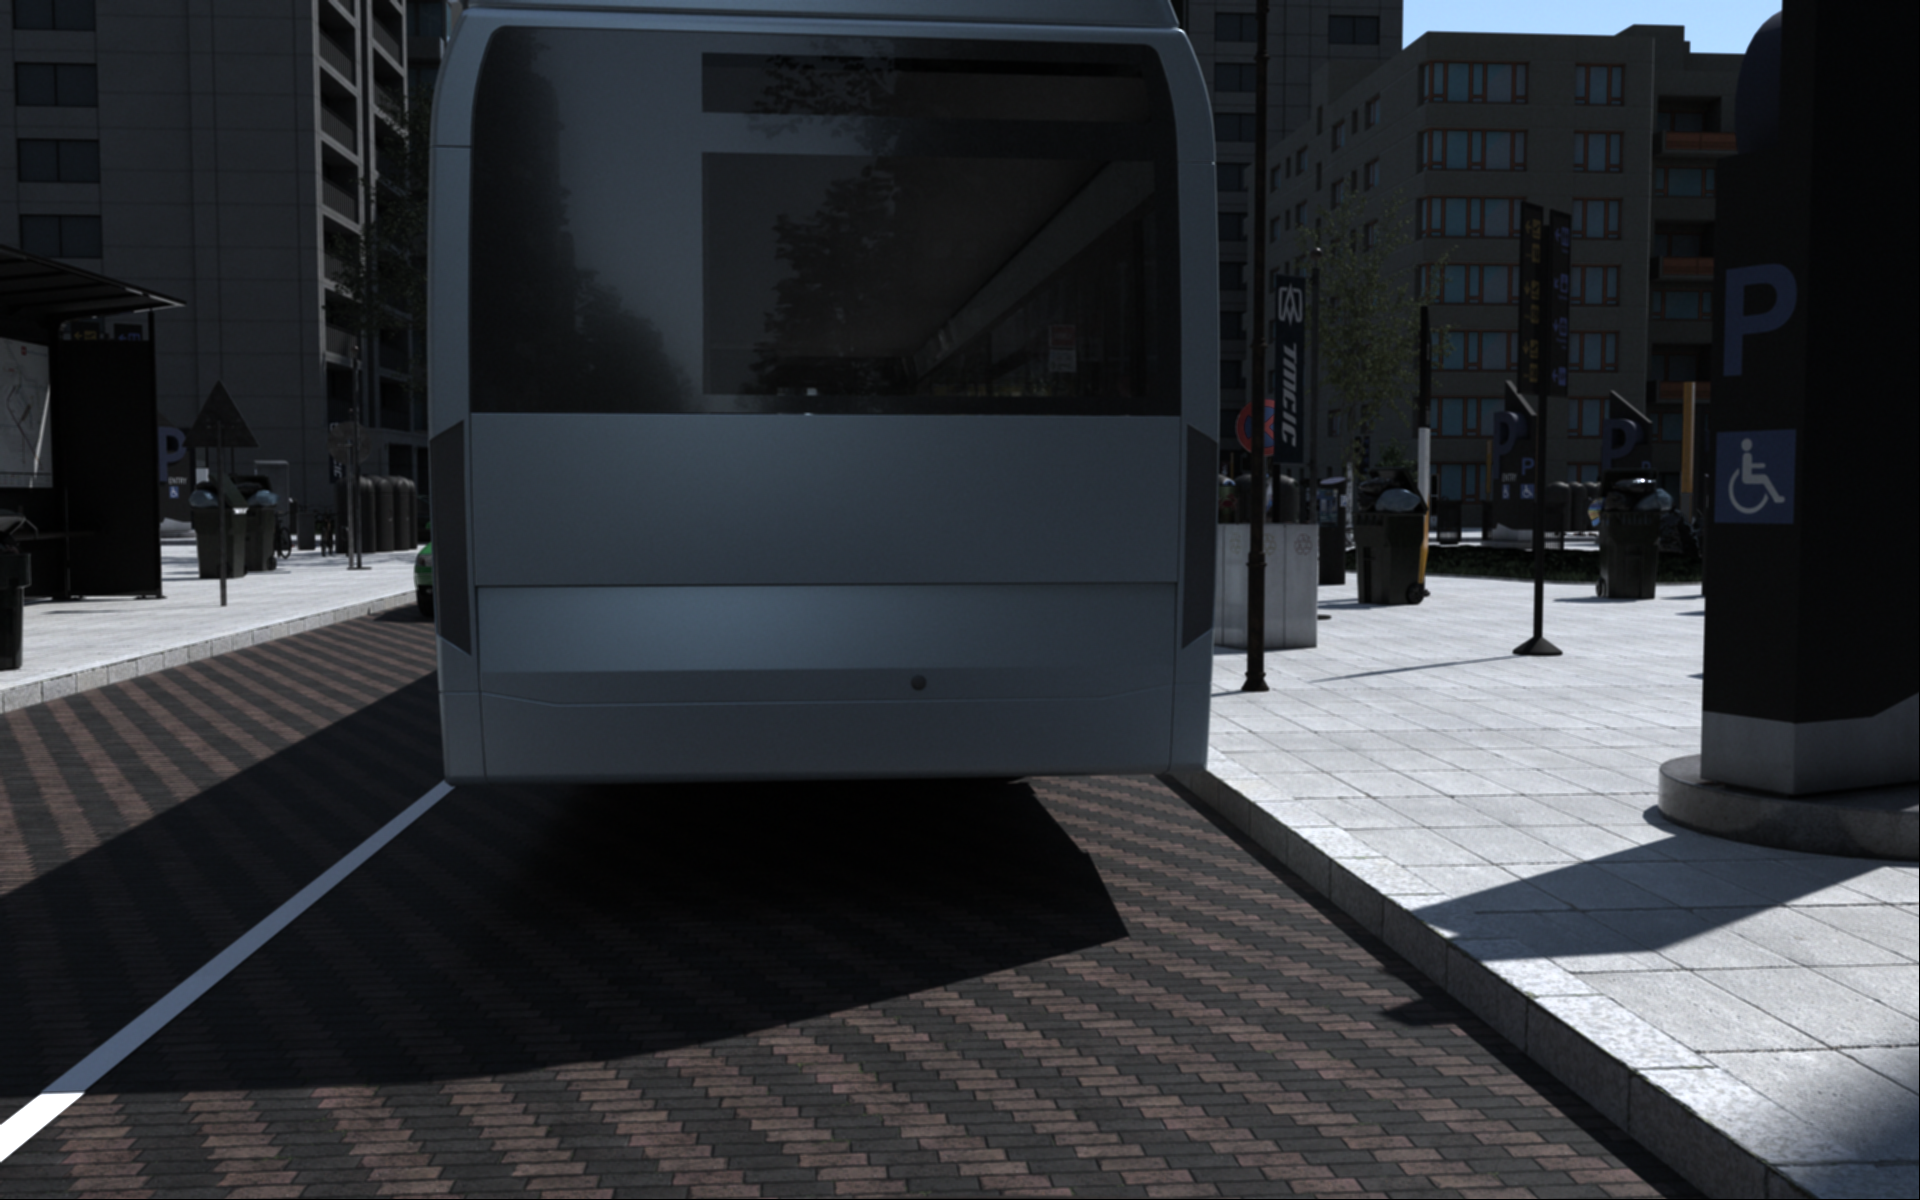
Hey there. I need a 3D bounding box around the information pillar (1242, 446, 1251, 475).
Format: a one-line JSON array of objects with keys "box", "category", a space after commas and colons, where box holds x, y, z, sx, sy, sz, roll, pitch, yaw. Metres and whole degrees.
[{"box": [13.117, -5.380, 79.316, 0.504, 3.616, 0.183, 1, 4, 8], "category": "information pillar"}]

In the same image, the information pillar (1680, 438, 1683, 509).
[{"box": [26.569, -4.420, 63.630, 0.183, 3.616, 0.504, 1, 4, 11], "category": "information pillar"}]

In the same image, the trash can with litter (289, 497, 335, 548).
[{"box": [-15.815, -1.866, 41.572, 2.233, 1.210, 1.678, 0, 4, 4], "category": "trash can with litter"}]

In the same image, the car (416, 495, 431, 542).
[{"box": [-14.572, -2.251, 46.597, 4.222, 1.686, 2.009, 0, 4, -3], "category": "car"}]

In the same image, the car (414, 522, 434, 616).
[{"box": [-5.587, -0.798, 21.837, 1.959, 1.807, 4.718, 0, 4, -4], "category": "car"}]

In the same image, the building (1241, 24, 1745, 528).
[{"box": [30.658, -14.370, 79.994, 28.899, 21.520, 27.650, 0, 4, -5], "category": "building"}]

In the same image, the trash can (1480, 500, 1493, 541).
[{"box": [13.300, -1.921, 43.062, 0.748, 1.137, 0.748, 0, 3, 0], "category": "trash can"}]

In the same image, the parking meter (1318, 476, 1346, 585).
[{"box": [5.288, -0.990, 24.592, 0.372, 1.533, 0.369, 0, 3, 0], "category": "parking meter"}]

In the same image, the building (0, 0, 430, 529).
[{"box": [-32.366, -38.729, 71.472, 20.563, 71.187, 20.611, 0, 4, -5], "category": "building"}]

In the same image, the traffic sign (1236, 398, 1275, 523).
[{"box": [4.045, -1.405, 23.074, 0.768, 2.556, 0.104, 0, 4, 2], "category": "traffic sign"}]

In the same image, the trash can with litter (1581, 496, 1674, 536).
[{"box": [15.614, -1.722, 39.216, 1.678, 1.210, 2.233, -2, 4, -33], "category": "trash can with litter"}]

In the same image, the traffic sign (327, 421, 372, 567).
[{"box": [-10.706, -1.852, 30.392, 0.768, 2.556, 0.104, 0, 4, -4], "category": "traffic sign"}]

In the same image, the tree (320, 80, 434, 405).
[{"box": [-9.386, -6.223, 36.165, 8.767, 10.594, 7.601, 0, 4, -2], "category": "tree"}]

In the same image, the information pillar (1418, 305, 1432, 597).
[{"box": [5.842, -1.862, 21.805, 0.183, 3.616, 0.504, 1, 4, 22], "category": "information pillar"}]

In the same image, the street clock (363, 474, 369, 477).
[{"box": [-21.825, -3.616, 63.696, 0.358, 2.002, 0.471, -1, 4, -18], "category": "street clock"}]

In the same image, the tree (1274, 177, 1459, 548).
[{"box": [9.555, -5.562, 41.303, 4.737, 8.622, 4.395, 0, 3, 0], "category": "tree"}]

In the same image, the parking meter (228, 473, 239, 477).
[{"box": [-20.536, -2.654, 49.108, 0.255, 1.863, 0.399, 0, 4, -5], "category": "parking meter"}]

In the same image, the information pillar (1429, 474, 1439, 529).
[{"box": [17.641, -3.665, 64.421, 0.304, 2.012, 0.304, 1, 4, 18], "category": "information pillar"}]

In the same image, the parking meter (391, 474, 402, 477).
[{"box": [-16.688, -2.797, 51.442, 0.255, 1.863, 0.399, 1, 4, 14], "category": "parking meter"}]

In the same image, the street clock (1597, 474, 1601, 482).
[{"box": [23.574, -3.611, 63.614, 0.358, 2.002, 0.471, 3, 5, 43], "category": "street clock"}]

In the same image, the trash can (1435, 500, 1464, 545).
[{"box": [12.442, -1.981, 44.039, 0.748, 1.137, 0.748, 0, 3, 0], "category": "trash can"}]

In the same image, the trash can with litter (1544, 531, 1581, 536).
[{"box": [18.999, -2.571, 53.086, 2.233, 1.210, 1.678, 2, 4, 31], "category": "trash can with litter"}]

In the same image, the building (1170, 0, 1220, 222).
[{"box": [13.450, -40.754, 104.579, 20.563, 71.187, 20.611, 0, 4, -5], "category": "building"}]

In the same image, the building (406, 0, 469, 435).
[{"box": [-48.389, -33.978, 175.155, 30.456, 49.044, 23.786, 0, 4, -5], "category": "building"}]

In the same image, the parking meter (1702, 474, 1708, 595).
[{"box": [9.599, -0.825, 21.900, 0.372, 1.533, 0.369, 0, 3, 0], "category": "parking meter"}]

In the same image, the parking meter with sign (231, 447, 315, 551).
[{"box": [-15.600, -2.632, 39.299, 1.738, 3.016, 0.543, -2, 4, -30], "category": "parking meter with sign"}]

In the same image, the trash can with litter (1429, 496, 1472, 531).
[{"box": [16.861, -3.018, 60.398, 1.678, 1.210, 2.233, 0, 4, -6], "category": "trash can with litter"}]

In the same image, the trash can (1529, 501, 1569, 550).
[{"box": [11.798, -1.411, 34.725, 0.748, 1.137, 0.748, 0, 3, 0], "category": "trash can"}]

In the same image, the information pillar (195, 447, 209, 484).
[{"box": [-24.347, -3.934, 55.673, 0.504, 3.616, 0.183, 2, 4, 25], "category": "information pillar"}]

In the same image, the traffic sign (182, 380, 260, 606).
[{"box": [-8.431, -1.208, 19.758, 0.884, 2.594, 0.081, 0, 4, 0], "category": "traffic sign"}]

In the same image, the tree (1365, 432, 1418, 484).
[{"box": [13.306, -3.617, 53.733, 1.663, 3.219, 1.824, 0, 3, 0], "category": "tree"}]

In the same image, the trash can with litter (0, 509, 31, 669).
[{"box": [-7.351, -0.078, 12.669, 1.055, 1.170, 0.624, 1, 4, 19], "category": "trash can with litter"}]
